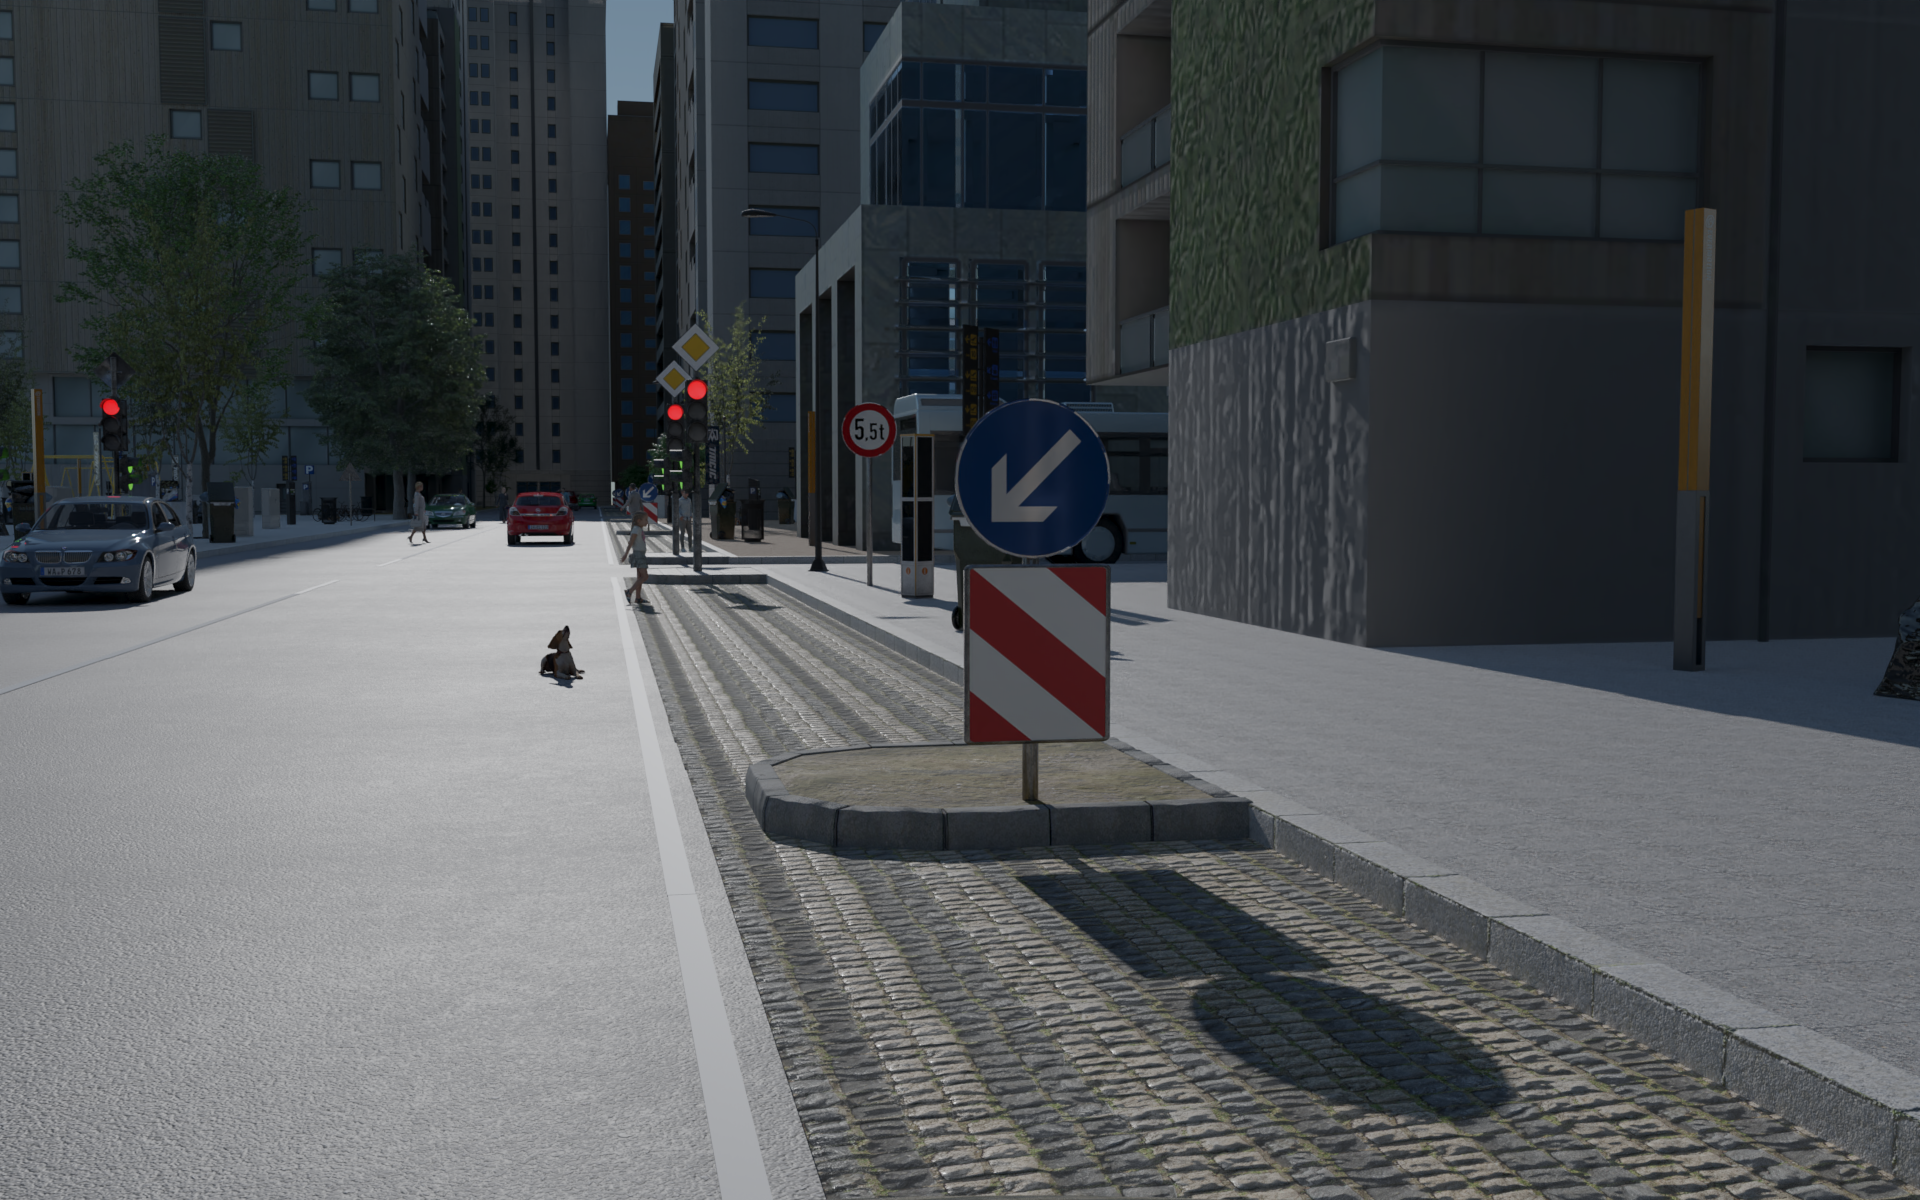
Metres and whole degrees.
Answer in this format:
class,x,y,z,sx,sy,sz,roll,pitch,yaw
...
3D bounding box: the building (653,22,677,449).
class,x,y,z,sx,sy,sz,roll,pitch,yaw
building,-19.552,-33.688,174.498,21.300,48.544,21.600,-1,4,-12

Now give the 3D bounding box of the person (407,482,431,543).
class,x,y,z,sx,sy,sz,roll,pitch,yaw
person,-15.773,-2.543,50.432,0.624,1.780,0.694,0,4,-1

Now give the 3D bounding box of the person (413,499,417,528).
class,x,y,z,sx,sy,sz,roll,pitch,yaw
person,-22.660,-3.603,72.099,0.352,1.250,0.332,3,5,42

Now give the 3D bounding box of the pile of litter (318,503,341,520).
class,x,y,z,sx,sy,sz,roll,pitch,yaw
pile of litter,-31.535,-4.454,86.787,1.176,0.858,1.719,1,4,12

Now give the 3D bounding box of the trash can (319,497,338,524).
class,x,y,z,sx,sy,sz,roll,pitch,yaw
trash can,-26.700,-3.770,73.289,0.748,1.137,0.748,0,3,0

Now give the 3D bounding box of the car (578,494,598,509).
class,x,y,z,sx,sy,sz,roll,pitch,yaw
car,-35.070,-9.428,162.939,1.959,1.807,4.718,-1,4,-11

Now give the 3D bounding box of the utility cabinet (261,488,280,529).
class,x,y,z,sx,sy,sz,roll,pitch,yaw
utility cabinet,-25.426,-3.379,63.927,0.318,1.500,1.173,0,4,-4

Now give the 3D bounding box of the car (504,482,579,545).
class,x,y,z,sx,sy,sz,roll,pitch,yaw
car,-12.211,-2.536,50.512,2.155,1.783,4.494,-1,4,-11

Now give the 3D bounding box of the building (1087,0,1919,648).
class,x,y,z,sx,sy,sz,roll,pitch,yaw
building,8.851,-20.656,21.324,14.154,41.232,14.086,-1,4,-12

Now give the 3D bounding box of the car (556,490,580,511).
class,x,y,z,sx,sy,sz,roll,pitch,yaw
car,-33.650,-8.518,147.935,2.281,1.827,5.304,-1,4,-11

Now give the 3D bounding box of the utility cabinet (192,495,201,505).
class,x,y,z,sx,sy,sz,roll,pitch,yaw
utility cabinet,-43.818,-5.445,100.192,1.020,1.237,0.306,-1,4,-16

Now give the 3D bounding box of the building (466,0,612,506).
class,x,y,z,sx,sy,sz,roll,pitch,yaw
building,-55.080,-40.279,200.554,28.212,58.520,21.231,-1,4,-12

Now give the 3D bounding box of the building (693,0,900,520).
class,x,y,z,sx,sy,sz,roll,pitch,yaw
building,-4.528,-34.018,98.193,21.231,58.520,28.212,-1,4,-12

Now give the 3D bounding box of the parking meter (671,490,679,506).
class,x,y,z,sx,sy,sz,roll,pitch,yaw
parking meter,-13.686,-4.570,83.137,0.372,1.533,0.369,0,3,0

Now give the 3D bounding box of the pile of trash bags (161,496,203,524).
class,x,y,z,sx,sy,sz,roll,pitch,yaw
pile of trash bags,-33.574,-3.928,73.981,1.912,1.369,3.447,1,4,12

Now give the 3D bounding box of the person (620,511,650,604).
class,x,y,z,sx,sy,sz,roll,pitch,yaw
person,-4.252,-0.561,22.683,0.382,1.210,0.505,0,4,-7

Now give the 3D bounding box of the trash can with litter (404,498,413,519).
class,x,y,z,sx,sy,sz,roll,pitch,yaw
trash can with litter,-28.350,-4.704,88.295,0.624,1.170,1.055,1,4,8

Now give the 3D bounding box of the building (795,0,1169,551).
class,x,y,z,sx,sy,sz,roll,pitch,yaw
building,10.690,-45.116,50.325,31.000,86.520,22.319,-1,4,-12

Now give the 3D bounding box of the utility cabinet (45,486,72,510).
class,x,y,z,sx,sy,sz,roll,pitch,yaw
utility cabinet,-25.249,-2.438,48.534,0.318,1.500,1.173,0,4,-4

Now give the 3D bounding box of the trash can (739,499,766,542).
class,x,y,z,sx,sy,sz,roll,pitch,yaw
trash can,-5.555,-2.125,46.396,0.748,1.137,0.748,0,3,0

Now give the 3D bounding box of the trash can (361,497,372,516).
class,x,y,z,sx,sy,sz,roll,pitch,yaw
trash can,-34.313,-5.413,100.154,0.748,1.137,0.748,0,3,0

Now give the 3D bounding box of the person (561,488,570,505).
class,x,y,z,sx,sy,sz,roll,pitch,yaw
person,-23.825,-5.876,104.599,0.660,1.820,0.620,1,4,17

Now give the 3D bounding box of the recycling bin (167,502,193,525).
class,x,y,z,sx,sy,sz,roll,pitch,yaw
recycling bin,-25.339,-2.657,55.999,0.722,1.027,0.722,2,4,33

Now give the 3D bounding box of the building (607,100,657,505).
class,x,y,z,sx,sy,sz,roll,pitch,yaw
building,-33.540,-33.728,201.558,14.200,45.320,14.600,-1,4,-12

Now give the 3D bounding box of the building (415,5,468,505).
class,x,y,z,sx,sy,sz,roll,pitch,yaw
building,-47.957,-27.920,140.092,14.154,41.232,14.086,-1,4,-12

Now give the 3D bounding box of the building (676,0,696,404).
class,x,y,z,sx,sy,sz,roll,pitch,yaw
building,-7.156,-33.107,130.538,28.713,52.752,27.495,-1,4,-12

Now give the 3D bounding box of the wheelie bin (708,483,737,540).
class,x,y,z,sx,sy,sz,roll,pitch,yaw
wheelie bin,-6.721,-2.519,49.096,0.693,1.594,0.980,-2,4,-31

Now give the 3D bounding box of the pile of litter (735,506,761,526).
class,x,y,z,sx,sy,sz,roll,pitch,yaw
pile of litter,-8.921,-3.462,70.562,1.719,0.858,1.176,-1,4,-13

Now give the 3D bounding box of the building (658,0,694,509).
class,x,y,z,sx,sy,sz,roll,pitch,yaw
building,-16.639,-43.707,152.857,20.563,71.187,20.611,-1,4,-12

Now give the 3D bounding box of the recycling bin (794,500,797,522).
class,x,y,z,sx,sy,sz,roll,pitch,yaw
recycling bin,-7.208,-4.039,78.597,0.722,1.027,0.722,-3,5,-43

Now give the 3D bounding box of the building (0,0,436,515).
class,x,y,z,sx,sy,sz,roll,pitch,yaw
building,-50.964,-32.314,117.577,28.713,52.752,27.495,-1,4,-12

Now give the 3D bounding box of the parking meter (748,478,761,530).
class,x,y,z,sx,sy,sz,roll,pitch,yaw
parking meter,-7.363,-3.448,62.080,0.399,1.863,0.255,1,4,17

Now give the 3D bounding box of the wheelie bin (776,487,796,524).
class,x,y,z,sx,sy,sz,roll,pitch,yaw
wheelie bin,-7.409,-4.019,73.620,0.693,1.594,0.980,1,4,13

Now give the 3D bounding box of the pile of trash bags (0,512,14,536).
class,x,y,z,sx,sy,sz,roll,pitch,yaw
pile of trash bags,-30.211,-2.673,53.464,1.912,1.369,3.447,1,4,21

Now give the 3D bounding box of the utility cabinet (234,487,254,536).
class,x,y,z,sx,sy,sz,roll,pitch,yaw
utility cabinet,-21.759,-2.633,51.735,1.173,1.500,0.318,0,4,4

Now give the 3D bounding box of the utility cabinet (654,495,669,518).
class,x,y,z,sx,sy,sz,roll,pitch,yaw
utility cabinet,-16.012,-4.998,92.886,1.020,1.237,0.306,3,5,45

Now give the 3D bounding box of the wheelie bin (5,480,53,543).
class,x,y,z,sx,sy,sz,roll,pitch,yaw
wheelie bin,-21.521,-1.966,40.051,0.980,1.594,0.693,-2,4,-26

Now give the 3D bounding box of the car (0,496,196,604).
class,x,y,z,sx,sy,sz,roll,pitch,yaw
car,-11.925,-0.745,24.189,2.014,1.417,4.499,-1,4,-13

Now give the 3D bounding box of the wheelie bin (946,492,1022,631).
class,x,y,z,sx,sy,sz,roll,pitch,yaw
wheelie bin,0.310,-0.514,16.304,0.980,1.594,0.693,2,4,29

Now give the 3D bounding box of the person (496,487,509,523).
class,x,y,z,sx,sy,sz,roll,pitch,yaw
person,-22.729,-4.721,86.116,0.576,1.772,0.534,-3,4,-38

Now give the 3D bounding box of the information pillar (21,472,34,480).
class,x,y,z,sx,sy,sz,roll,pitch,yaw
information pillar,-31.097,-3.262,57.825,0.304,2.012,0.304,-1,4,-14

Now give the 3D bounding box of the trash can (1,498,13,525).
class,x,y,z,sx,sy,sz,roll,pitch,yaw
trash can,-39.444,-3.689,71.967,0.748,1.137,0.748,0,3,0

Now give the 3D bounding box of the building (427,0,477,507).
class,x,y,z,sx,sy,sz,roll,pitch,yaw
building,-58.392,-44.528,166.289,20.611,71.187,20.563,-1,4,-12

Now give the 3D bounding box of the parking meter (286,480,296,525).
class,x,y,z,sx,sy,sz,roll,pitch,yaw
parking meter,-27.989,-4.083,72.465,0.255,1.863,0.399,-3,5,-44

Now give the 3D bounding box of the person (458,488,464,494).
class,x,y,z,sx,sy,sz,roll,pitch,yaw
person,-30.749,-5.998,106.905,0.599,1.781,0.374,-1,4,-13

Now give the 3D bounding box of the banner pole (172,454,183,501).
class,x,y,z,sx,sy,sz,roll,pitch,yaw
banner pole,-43.644,-6.526,96.711,0.863,3.779,0.401,1,4,13

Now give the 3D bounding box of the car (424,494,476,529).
class,x,y,z,sx,sy,sz,roll,pitch,yaw
car,-21.364,-3.715,72.539,2.131,1.459,4.920,-1,4,-10

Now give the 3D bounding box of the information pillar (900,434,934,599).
class,x,y,z,sx,sy,sz,roll,pitch,yaw
information pillar,-0.525,-1.030,21.336,0.304,2.012,0.304,-3,5,-40

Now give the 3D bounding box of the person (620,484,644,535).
class,x,y,z,sx,sy,sz,roll,pitch,yaw
person,-11.124,-3.080,59.132,0.850,1.792,0.678,2,4,29

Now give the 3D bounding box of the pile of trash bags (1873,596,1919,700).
class,x,y,z,sx,sy,sz,roll,pitch,yaw
pile of trash bags,7.632,-0.090,11.220,3.447,1.369,1.912,-2,4,-34

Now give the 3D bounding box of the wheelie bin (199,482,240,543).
class,x,y,z,sx,sy,sz,roll,pitch,yaw
wheelie bin,-19.460,-2.300,45.520,0.980,1.594,0.693,-2,4,-30

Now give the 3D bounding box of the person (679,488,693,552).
class,x,y,z,sx,sy,sz,roll,pitch,yaw
person,-6.799,-1.987,42.806,0.589,1.601,0.330,-3,5,-42
